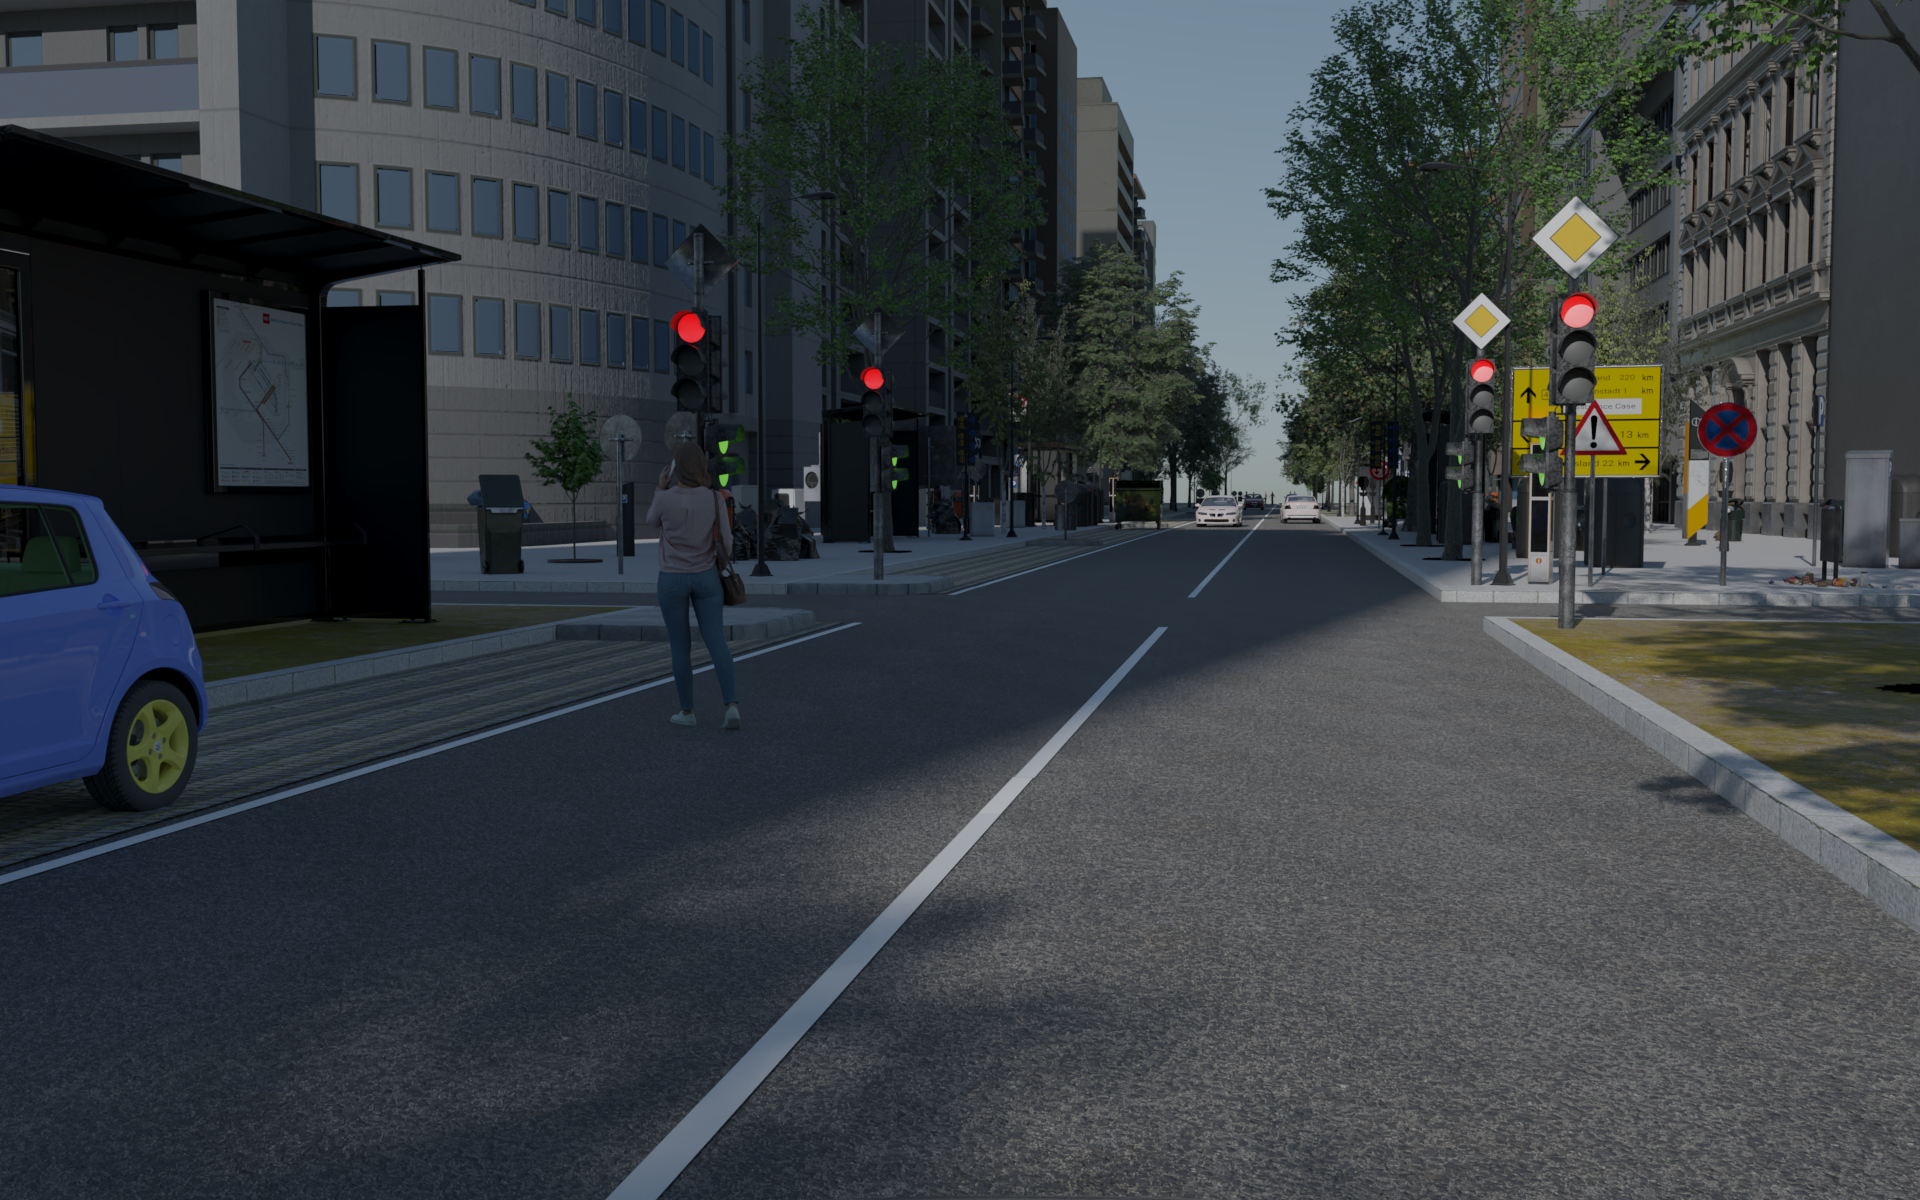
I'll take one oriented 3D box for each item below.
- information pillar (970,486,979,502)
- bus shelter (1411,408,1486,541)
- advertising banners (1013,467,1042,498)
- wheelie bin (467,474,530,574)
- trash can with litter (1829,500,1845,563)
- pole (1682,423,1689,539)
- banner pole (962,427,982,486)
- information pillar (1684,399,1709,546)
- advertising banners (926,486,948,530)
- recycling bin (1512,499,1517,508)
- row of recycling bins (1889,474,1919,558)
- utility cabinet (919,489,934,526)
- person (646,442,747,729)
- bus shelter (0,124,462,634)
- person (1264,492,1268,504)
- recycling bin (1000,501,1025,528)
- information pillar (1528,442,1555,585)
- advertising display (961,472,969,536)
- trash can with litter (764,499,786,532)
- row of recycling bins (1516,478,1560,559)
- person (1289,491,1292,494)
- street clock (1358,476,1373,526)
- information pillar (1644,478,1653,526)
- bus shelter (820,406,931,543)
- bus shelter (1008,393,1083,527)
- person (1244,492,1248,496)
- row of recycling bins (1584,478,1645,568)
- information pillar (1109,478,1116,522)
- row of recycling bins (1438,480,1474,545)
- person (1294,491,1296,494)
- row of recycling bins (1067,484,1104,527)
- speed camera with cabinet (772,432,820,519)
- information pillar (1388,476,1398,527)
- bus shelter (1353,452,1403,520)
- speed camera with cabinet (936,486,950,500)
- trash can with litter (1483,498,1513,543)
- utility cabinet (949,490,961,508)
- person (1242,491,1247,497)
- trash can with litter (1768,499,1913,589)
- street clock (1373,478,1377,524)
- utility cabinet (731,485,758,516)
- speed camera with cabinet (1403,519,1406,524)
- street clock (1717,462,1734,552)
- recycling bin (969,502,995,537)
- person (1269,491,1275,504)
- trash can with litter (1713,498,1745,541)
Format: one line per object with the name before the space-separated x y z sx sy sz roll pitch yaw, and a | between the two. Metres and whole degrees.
information pillar | 0.547 -3.948 69.039 0.304 2.012 0.304 3 4 36
bus shelter | 14.111 -3.606 50.239 1.731 3.624 6.357 1 4 11
advertising banners | 3.810 -6.257 98.483 2.074 3.025 0.090 -2 4 -25
wheelie bin | -7.443 -1.222 27.895 0.980 1.594 0.693 -2 4 -28
trash can with litter | 16.574 -1.274 32.216 0.624 1.170 1.055 0 4 6
pole | 20.827 -3.409 49.582 0.158 3.312 0.155 0 3 0
banner pole | 0.434 -4.558 64.533 0.863 3.779 0.401 1 4 16
information pillar | 18.231 -3.146 42.800 0.504 3.616 0.183 0 4 3
advertising banners | -0.786 -4.046 62.342 0.090 3.025 2.074 1 4 21
recycling bin | 26.353 -4.191 81.084 0.722 1.027 0.722 -1 4 -15
row of recycling bins | 19.628 -1.777 36.170 1.069 1.692 3.534 1 4 23
utility cabinet | -1.368 -3.745 69.906 0.318 1.500 1.173 1 4 15
person | -1.587 -0.093 10.616 0.593 1.750 0.643 -1 4 -20
bus shelter | -6.300 -1.405 14.254 1.731 3.624 6.357 1 4 11
person | 43.942 -14.623 248.120 0.750 1.759 0.617 3 5 45
recycling bin | 2.006 -3.267 65.968 0.722 1.027 0.722 -2 4 -28
information pillar | 8.273 -1.232 24.637 0.304 2.012 0.304 2 4 29
advertising display | 0.145 -2.741 50.030 0.123 1.923 0.974 0 4 -6
trash can with litter | -4.585 -1.846 41.561 0.624 1.170 1.055 2 4 28
row of recycling bins | 12.073 -1.760 35.893 1.069 1.692 3.534 1 4 19
person | 44.188 -13.643 231.641 1.350 1.814 0.705 0 4 6
street clock | 16.244 -3.988 69.775 0.358 2.002 0.471 -1 4 -21
information pillar | 27.602 -3.973 69.447 0.304 2.012 0.304 1 4 19
bus shelter | -2.263 -3.472 48.049 1.731 3.624 6.357 1 4 11
bus shelter | 3.470 -5.728 71.284 2.179 5.291 8.768 1 4 10
person | 39.669 -14.058 239.163 1.217 1.723 0.721 -2 4 -24
row of recycling bins | 11.900 -1.494 31.538 1.069 1.692 3.534 1 4 20
information pillar | 6.953 -4.518 78.355 0.304 2.012 0.304 -2 4 -33
row of recycling bins | 12.990 -2.333 45.262 1.069 1.692 3.534 1 4 13
person | 46.078 -14.060 238.519 1.348 1.807 0.705 0 4 -4
row of recycling bins | 4.842 -3.803 69.285 1.069 1.692 3.534 1 4 13
speed camera with cabinet | -5.138 -3.761 55.825 2.038 3.252 0.660 2 4 35
information pillar | 17.100 -3.911 68.434 0.304 2.012 0.304 3 5 43
bus shelter | 19.635 -5.365 81.638 2.014 3.302 5.546 1 4 11
speed camera with cabinet | -1.264 -5.543 84.969 0.660 3.252 2.038 -2 4 -32
trash can with litter | 14.243 -2.081 45.411 0.624 1.170 1.055 -3 5 -44
utility cabinet | -0.239 -5.708 102.003 1.173 1.500 0.318 0 4 -3
person | 34.120 -12.125 207.270 0.750 1.759 0.617 0 4 4
trash can with litter | 12.369 -0.830 24.621 1.678 1.210 2.233 1 4 10
street clock | 17.862 -4.305 74.951 0.358 2.002 0.471 1 4 21
utility cabinet | -5.260 -2.081 42.705 0.318 1.500 1.173 1 4 18
speed camera with cabinet | 18.128 -4.552 68.753 0.660 3.252 2.038 2 4 27
street clock | 17.068 -2.083 38.629 0.358 2.002 0.471 2 4 31
recycling bin | 0.667 -2.450 52.616 0.722 1.027 0.722 0 4 -4
person | 43.370 -14.192 240.620 0.705 1.814 1.350 -2 4 -29
trash can with litter | 20.834 -2.182 47.062 0.624 1.170 1.055 0 4 -7
